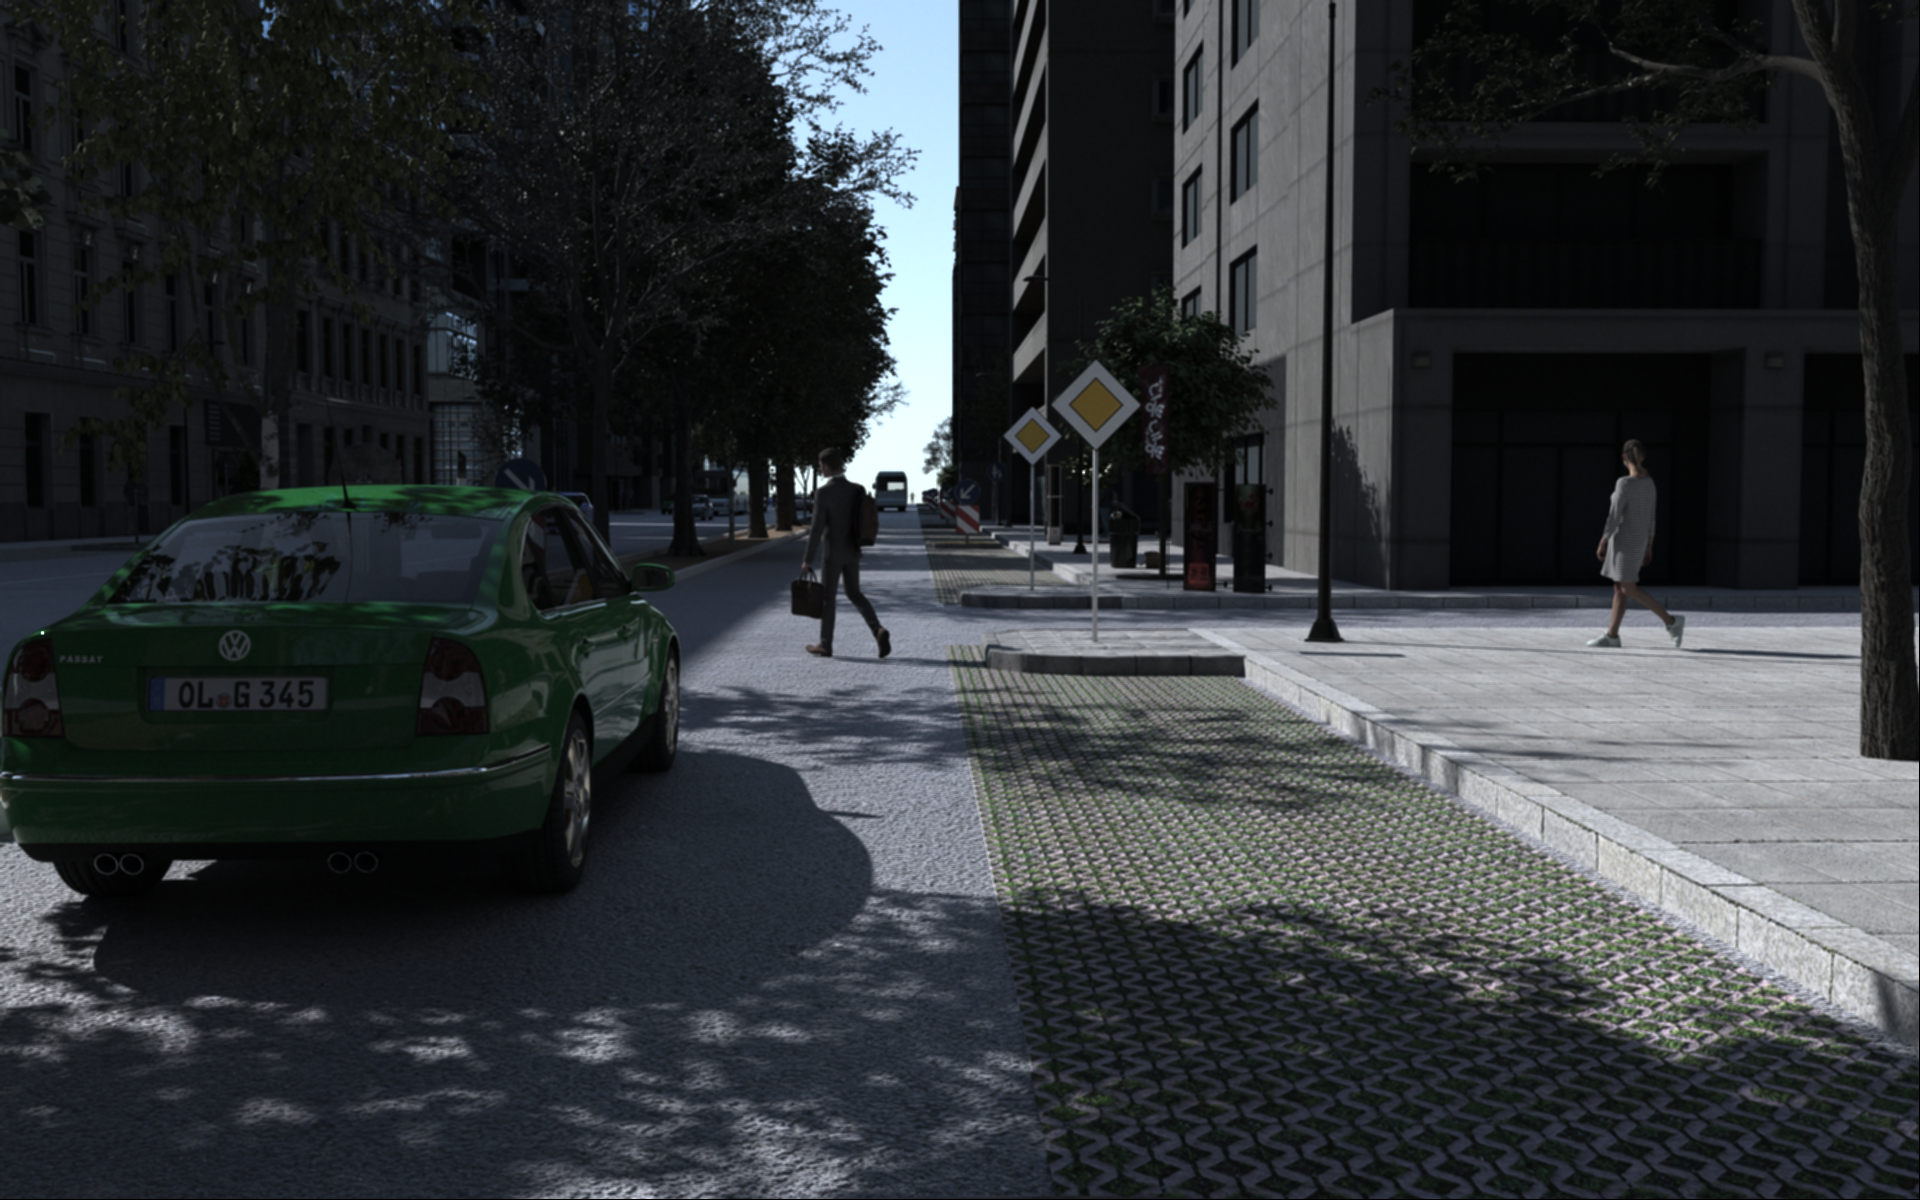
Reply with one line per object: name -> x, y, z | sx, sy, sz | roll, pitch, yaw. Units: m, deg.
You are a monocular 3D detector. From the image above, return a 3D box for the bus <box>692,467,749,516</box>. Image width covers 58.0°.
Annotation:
bus -> -16.046, -7.459, 116.818 | 2.948, 3.499, 13.247 | 0, 4, -2

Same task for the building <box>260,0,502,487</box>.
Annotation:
building -> -37.554, -48.814, 110.772 | 22.319, 86.520, 31.000 | 0, 4, -2

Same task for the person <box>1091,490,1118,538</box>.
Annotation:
person -> 4.240, -2.698, 50.510 | 0.721, 1.781, 0.623 | 2, 4, 30

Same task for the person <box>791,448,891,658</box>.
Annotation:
person -> -1.039, -0.408, 15.130 | 0.822, 1.834, 0.622 | 3, 4, 37

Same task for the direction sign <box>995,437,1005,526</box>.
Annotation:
direction sign -> 1.601, -4.734, 69.391 | 0.379, 3.537, 0.876 | 0, 4, -4

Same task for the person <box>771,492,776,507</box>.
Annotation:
person -> -20.850, -11.308, 194.188 | 0.445, 1.727, 0.742 | 2, 4, 27

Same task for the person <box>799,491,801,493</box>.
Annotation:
person -> -23.018, -14.696, 248.793 | 1.348, 1.822, 0.705 | -3, 4, -39

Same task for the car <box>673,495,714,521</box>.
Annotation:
car -> -14.546, -5.052, 94.597 | 2.014, 1.417, 4.499 | 0, 4, 0

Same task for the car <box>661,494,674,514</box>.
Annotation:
car -> -20.165, -7.016, 123.514 | 1.959, 1.807, 4.718 | 0, 4, 0

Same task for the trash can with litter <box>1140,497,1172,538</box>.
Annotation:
trash can with litter -> 6.515, -2.412, 50.498 | 2.233, 1.210, 1.678 | 3, 5, 39

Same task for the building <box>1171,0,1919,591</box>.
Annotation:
building -> 15.731, -36.270, 31.274 | 20.611, 71.187, 20.563 | 0, 4, -2

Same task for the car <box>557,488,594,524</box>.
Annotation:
car -> -14.289, -3.236, 62.503 | 1.945, 1.707, 3.694 | 0, 4, 0

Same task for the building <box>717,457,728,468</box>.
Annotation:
building -> -41.007, -35.836, 240.539 | 22.147, 44.769, 28.867 | 0, 4, -2

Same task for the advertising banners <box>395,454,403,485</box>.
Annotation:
advertising banners -> -24.460, -4.952, 77.154 | 0.090, 3.025, 2.074 | 1, 4, 21

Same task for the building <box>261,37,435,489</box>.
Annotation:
building -> -31.571, -14.733, 77.042 | 11.583, 22.565, 21.152 | 0, 4, -2

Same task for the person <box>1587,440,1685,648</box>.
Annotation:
person -> 5.622, -0.464, 14.375 | 0.760, 1.731, 0.466 | 2, 4, 24

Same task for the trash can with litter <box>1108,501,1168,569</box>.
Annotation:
trash can with litter -> 3.088, -1.142, 30.058 | 1.055, 1.170, 0.624 | 1, 4, 10

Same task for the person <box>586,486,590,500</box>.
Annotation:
person -> -26.020, -7.018, 120.808 | 0.705, 1.822, 1.348 | -1, 4, -18

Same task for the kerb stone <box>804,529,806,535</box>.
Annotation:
kerb stone -> -5.475, -2.270, 59.461 | 0.120, 0.150, 1.000 | 0, 4, -2

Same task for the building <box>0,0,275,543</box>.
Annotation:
building -> -32.925, -16.378, 44.192 | 17.030, 29.872, 44.131 | 0, 4, -2

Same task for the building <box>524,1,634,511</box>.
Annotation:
building -> -33.697, -29.638, 134.697 | 14.600, 45.320, 14.200 | 0, 4, -2

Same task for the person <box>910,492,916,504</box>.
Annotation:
person -> -7.111, -15.188, 257.543 | 1.217, 1.735, 0.721 | 1, 4, 21

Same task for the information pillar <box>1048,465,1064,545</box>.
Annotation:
information pillar -> 2.368, -2.386, 43.505 | 0.304, 2.012, 0.304 | 0, 4, -5

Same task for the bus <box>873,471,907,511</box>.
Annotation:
bus -> -5.919, -9.305, 147.004 | 2.948, 3.499, 13.247 | 0, 4, -3

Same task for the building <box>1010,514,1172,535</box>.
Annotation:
building -> 13.090, -26.912, 63.711 | 21.300, 48.544, 21.600 | 0, 4, -2

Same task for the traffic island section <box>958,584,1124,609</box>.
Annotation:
traffic island section -> 1.001, -0.044, 23.003 | 2.009, 0.180, 2.903 | 0, 4, -2

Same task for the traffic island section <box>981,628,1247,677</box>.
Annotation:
traffic island section -> 1.212, 0.444, 15.021 | 2.009, 0.180, 2.903 | 0, 4, -2

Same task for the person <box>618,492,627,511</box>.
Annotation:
person -> -25.605, -7.487, 131.713 | 1.065, 1.426, 0.557 | 2, 4, 34

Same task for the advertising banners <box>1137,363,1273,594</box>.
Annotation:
advertising banners -> 3.190, -1.628, 22.813 | 2.074, 3.025, 0.090 | 3, 5, 40

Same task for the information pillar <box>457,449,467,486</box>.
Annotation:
information pillar -> -25.777, -6.009, 89.596 | 0.504, 3.616, 0.183 | -3, 5, -45

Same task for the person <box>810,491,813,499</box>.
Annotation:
person -> -17.576, -12.008, 204.792 | 1.348, 1.831, 0.705 | 3, 4, 38

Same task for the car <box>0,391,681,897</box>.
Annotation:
car -> -2.310, 0.076, 7.555 | 1.959, 1.807, 4.718 | 0, 4, -2

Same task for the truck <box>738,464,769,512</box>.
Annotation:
truck -> -16.479, -8.950, 135.252 | 2.839, 4.237, 11.283 | 0, 4, -3

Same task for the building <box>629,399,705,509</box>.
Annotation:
building -> -35.731, -25.499, 188.602 | 14.160, 30.474, 14.107 | 0, 4, -2

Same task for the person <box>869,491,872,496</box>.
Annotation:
person -> -10.684, -11.974, 204.948 | 0.621, 1.740, 0.551 | -1, 4, -11

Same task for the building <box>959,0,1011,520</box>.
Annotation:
building -> 6.898, -19.533, 91.069 | 14.160, 30.474, 14.107 | 0, 4, -2

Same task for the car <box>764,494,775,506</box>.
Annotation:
car -> -22.503, -11.953, 205.023 | 1.945, 1.707, 3.694 | 0, 4, 0

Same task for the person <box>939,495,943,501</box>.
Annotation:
person -> -2.620, -14.475, 243.255 | 0.434, 1.755, 0.990 | -3, 5, -39

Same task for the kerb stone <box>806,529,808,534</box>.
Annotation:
kerb stone -> -5.504, -2.338, 60.482 | 0.120, 0.150, 1.000 | 0, 4, -2

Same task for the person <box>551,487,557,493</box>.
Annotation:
person -> -25.091, -6.139, 107.146 | 1.217, 1.736, 0.721 | 1, 4, 10

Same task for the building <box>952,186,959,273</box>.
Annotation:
building -> 10.123, -35.914, 241.819 | 22.147, 44.769, 28.867 | 0, 4, -2

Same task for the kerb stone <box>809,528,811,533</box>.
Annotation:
kerb stone -> -5.562, -2.467, 62.532 | 0.120, 0.150, 1.000 | 0, 4, -2

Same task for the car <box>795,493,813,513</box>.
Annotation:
car -> -11.848, -7.351, 129.235 | 2.155, 1.783, 4.494 | 0, 4, -3

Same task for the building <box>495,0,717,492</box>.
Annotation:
building -> -40.700, -54.838, 209.280 | 22.319, 86.520, 31.000 | 0, 4, -2
